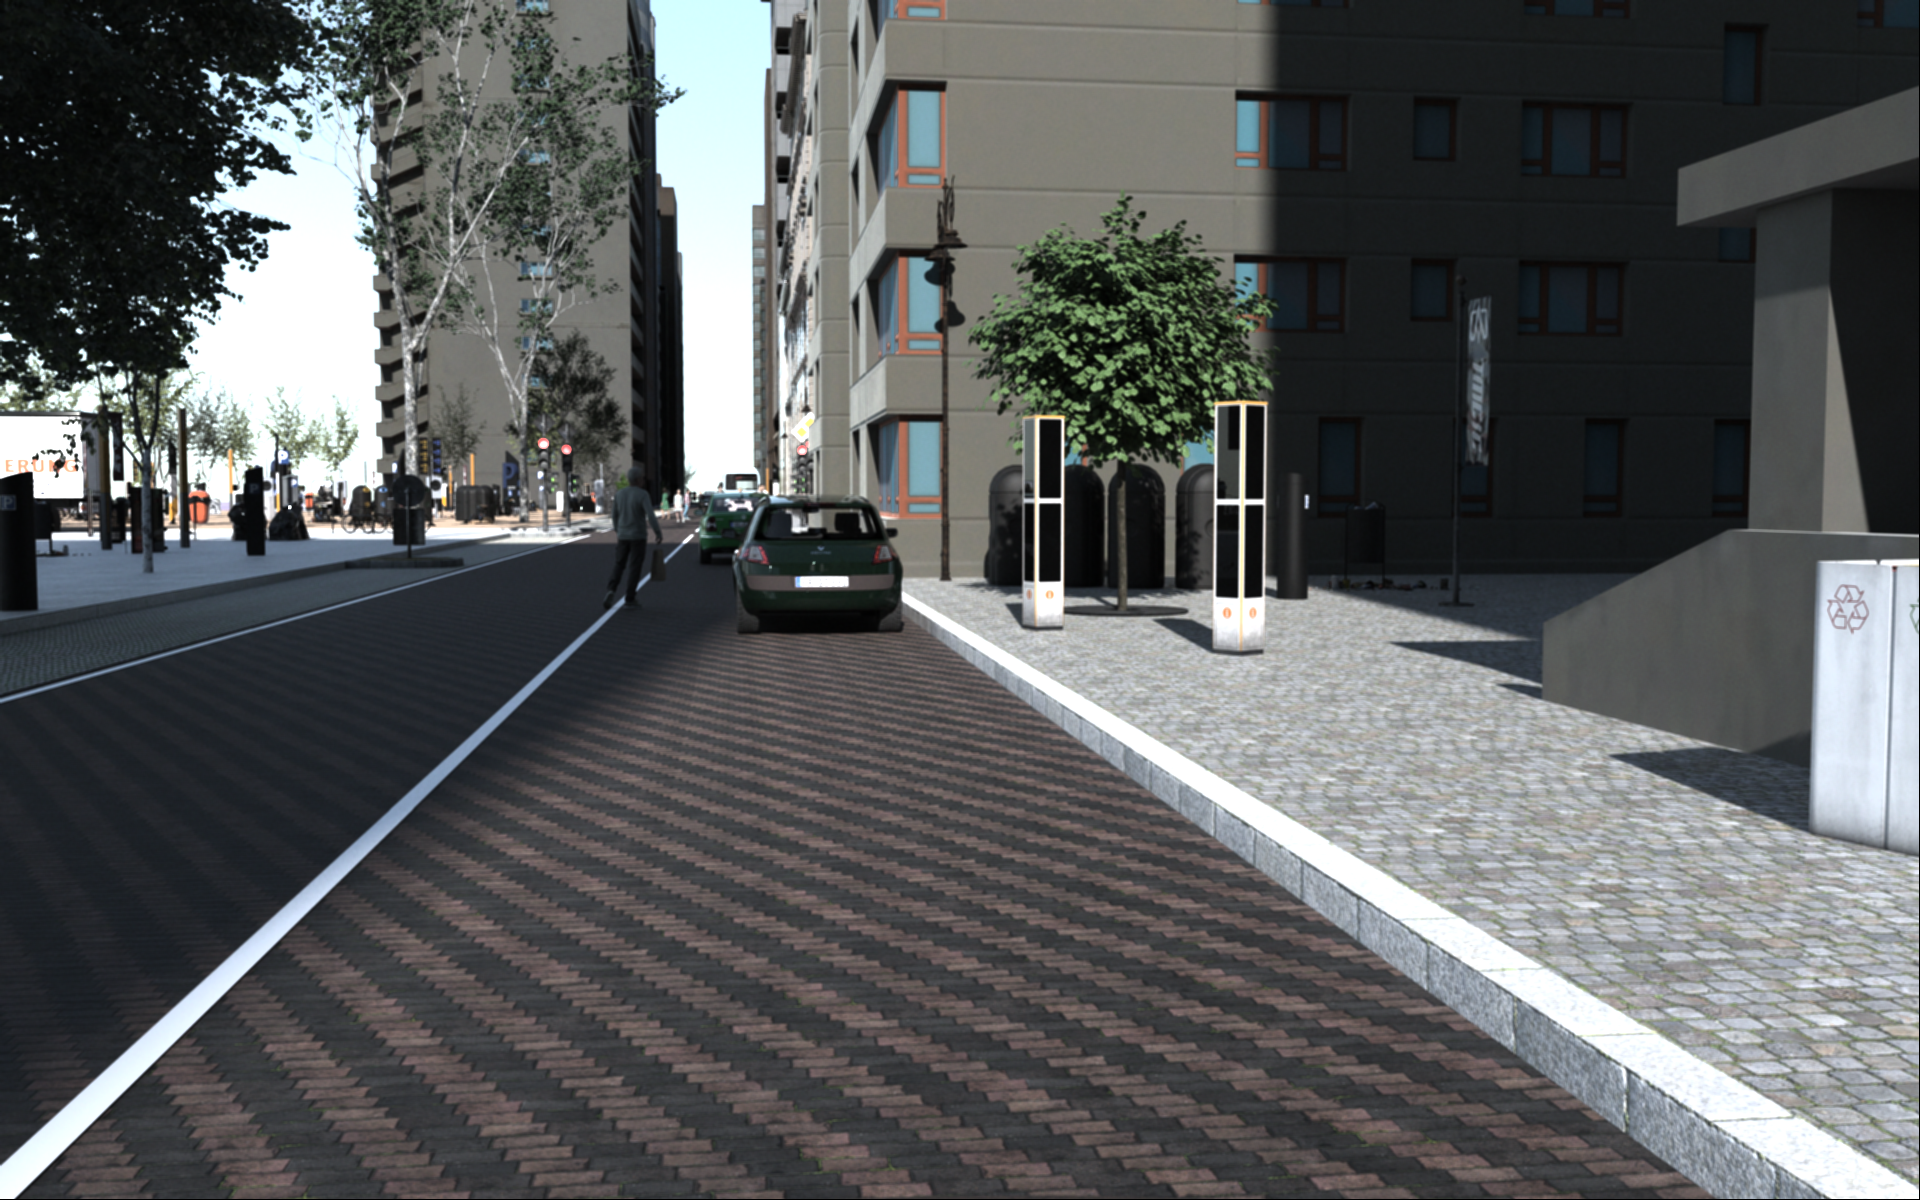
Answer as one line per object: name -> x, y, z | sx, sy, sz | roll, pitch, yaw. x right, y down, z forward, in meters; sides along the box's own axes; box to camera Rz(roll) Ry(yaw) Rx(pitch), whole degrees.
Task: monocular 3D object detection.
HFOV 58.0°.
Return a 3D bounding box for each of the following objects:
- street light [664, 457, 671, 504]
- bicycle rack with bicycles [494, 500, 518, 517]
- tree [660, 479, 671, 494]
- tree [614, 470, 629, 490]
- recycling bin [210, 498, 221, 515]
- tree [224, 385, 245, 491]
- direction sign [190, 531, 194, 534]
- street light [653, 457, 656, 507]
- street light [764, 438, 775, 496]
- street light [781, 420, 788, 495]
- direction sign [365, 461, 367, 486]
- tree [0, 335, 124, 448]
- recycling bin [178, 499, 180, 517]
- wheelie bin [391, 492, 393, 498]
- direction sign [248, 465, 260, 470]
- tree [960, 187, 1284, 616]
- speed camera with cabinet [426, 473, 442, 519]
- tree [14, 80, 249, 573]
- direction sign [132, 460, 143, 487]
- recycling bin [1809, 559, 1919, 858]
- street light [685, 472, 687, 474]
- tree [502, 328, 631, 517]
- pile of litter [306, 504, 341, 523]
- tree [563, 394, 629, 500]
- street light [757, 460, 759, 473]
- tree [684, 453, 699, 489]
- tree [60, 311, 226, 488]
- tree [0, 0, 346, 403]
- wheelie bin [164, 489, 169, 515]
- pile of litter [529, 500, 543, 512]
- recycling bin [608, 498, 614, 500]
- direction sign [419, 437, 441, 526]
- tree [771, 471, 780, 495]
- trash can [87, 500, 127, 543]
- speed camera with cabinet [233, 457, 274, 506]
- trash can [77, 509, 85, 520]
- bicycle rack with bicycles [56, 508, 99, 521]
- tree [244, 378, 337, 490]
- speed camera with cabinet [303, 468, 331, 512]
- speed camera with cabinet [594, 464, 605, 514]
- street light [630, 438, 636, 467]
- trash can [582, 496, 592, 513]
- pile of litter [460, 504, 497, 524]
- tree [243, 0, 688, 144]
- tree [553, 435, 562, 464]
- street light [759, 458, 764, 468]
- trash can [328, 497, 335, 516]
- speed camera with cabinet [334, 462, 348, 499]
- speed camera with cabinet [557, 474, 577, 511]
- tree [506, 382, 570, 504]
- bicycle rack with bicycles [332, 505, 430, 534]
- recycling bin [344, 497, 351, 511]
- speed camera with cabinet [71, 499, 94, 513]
street light -> -35.898, -14.581, 211.184 | 0.468, 5.910, 1.993 | 0, 4, -7
bicycle rack with bicycles -> -26.636, -5.184, 98.135 | 2.852, 0.926, 2.925 | -2, 4, -34
tree -> -36.687, -13.467, 214.792 | 1.663, 3.219, 1.824 | 0, 3, 0
tree -> -27.297, -8.910, 140.286 | 1.663, 3.219, 1.824 | 0, 3, 0
recycling bin -> -46.424, -5.817, 107.669 | 0.722, 1.027, 0.722 | -3, 5, -40
tree -> -48.754, -10.177, 116.748 | 4.737, 8.622, 4.395 | 0, 3, 0
direction sign -> -24.726, -3.874, 55.341 | 0.379, 3.537, 0.876 | -2, 4, -28
street light -> -31.290, -12.463, 176.564 | 0.468, 5.910, 1.993 | 0, 4, -7
street light -> -16.439, -10.810, 149.533 | 0.468, 5.910, 1.993 | 0, 4, -7
street light -> -10.937, -8.273, 108.054 | 0.468, 5.910, 1.993 | 0, 4, -7
direction sign -> -40.220, -7.660, 117.239 | 0.379, 3.537, 0.876 | -2, 4, -24
tree -> -40.190, -7.689, 76.077 | 4.737, 8.622, 4.395 | 0, 3, 0
recycling bin -> -44.107, -5.278, 98.853 | 0.722, 1.027, 0.722 | 1, 4, 14
wheelie bin -> -45.346, -7.911, 137.249 | 0.980, 1.594, 0.693 | 3, 5, 43
direction sign -> -54.634, -8.687, 134.036 | 0.876, 3.537, 0.379 | -1, 4, -8
tree -> 1.734, -2.145, 18.791 | 4.285, 4.588, 4.351 | 0, 3, 0
speed camera with cabinet -> -27.437, -5.735, 88.109 | 2.038, 3.252, 0.660 | -2, 4, -33
tree -> -13.485, -4.767, 28.302 | 4.360, 8.622, 3.978 | 0, 3, 0
direction sign -> -53.835, -7.443, 113.688 | 0.876, 3.537, 0.379 | 0, 4, 1
recycling bin -> 3.664, 0.380, 6.347 | 0.722, 1.027, 0.722 | -1, 4, -23
street light -> -46.458, -19.624, 293.638 | 0.468, 5.910, 1.993 | 0, 4, -7
tree -> -21.717, -9.894, 96.174 | 7.601, 10.594, 8.767 | -3, 5, -42
pile of litter -> -28.524, -3.873, 77.289 | 1.719, 0.858, 1.176 | 1, 4, 22
tree -> -25.442, -10.535, 122.615 | 4.360, 8.622, 3.978 | 0, 3, 0
street light -> -25.075, -14.960, 217.381 | 0.468, 5.910, 1.993 | 0, 4, -7
tree -> -47.368, -21.234, 297.532 | 4.360, 8.622, 3.978 | 0, 3, 0
tree -> -31.439, -7.127, 66.890 | 4.737, 8.622, 4.395 | 0, 3, 0
tree -> -10.522, -6.684, 15.938 | 9.857, 13.997, 8.962 | 0, 3, 0
wheelie bin -> -48.974, -6.029, 106.475 | 0.693, 1.594, 0.980 | 2, 4, 35
pile of litter -> -30.733, -6.824, 125.542 | 1.176, 0.858, 1.719 | 0, 4, 1
recycling bin -> -26.060, -7.198, 130.247 | 0.722, 1.027, 0.722 | -1, 4, -13
direction sign -> -21.196, -4.730, 69.339 | 0.876, 3.537, 0.379 | -3, 4, -37
tree -> -15.107, -9.176, 144.632 | 1.663, 3.219, 1.824 | 0, 3, 0
trash can -> -22.107, -2.050, 45.167 | 0.748, 1.137, 0.748 | 0, 3, 0
speed camera with cabinet -> -37.876, -6.022, 92.790 | 2.038, 3.252, 0.660 | -1, 4, -17
trash can -> -44.076, -4.612, 87.066 | 0.748, 1.137, 0.748 | 0, 3, 0
bicycle rack with bicycles -> -43.114, -4.303, 83.730 | 2.925, 0.926, 2.852 | -1, 4, -19
tree -> -42.649, -9.794, 110.493 | 4.737, 8.622, 4.395 | 0, 3, 0
speed camera with cabinet -> -47.053, -8.107, 126.889 | 2.038, 3.252, 0.660 | -2, 4, -23
speed camera with cabinet -> -23.725, -7.320, 114.022 | 0.660, 3.252, 2.038 | 0, 4, -8
street light -> -26.976, -10.403, 142.879 | 0.468, 5.910, 1.993 | 0, 4, -7
trash can -> -24.986, -6.385, 116.055 | 0.748, 1.137, 0.748 | 0, 3, 0
pile of litter -> -20.436, -3.668, 73.942 | 1.719, 0.858, 1.176 | 1, 4, 16
tree -> -14.622, -11.810, 48.978 | 12.611, 20.169, 13.585 | 0, 3, 0
tree -> -29.407, -11.255, 134.375 | 4.360, 8.622, 3.978 | 0, 3, 0
street light -> -20.704, -12.871, 183.224 | 0.468, 5.910, 1.993 | 0, 4, -7
trash can -> -36.173, -5.364, 99.361 | 0.748, 1.137, 0.748 | 0, 3, 0
speed camera with cabinet -> -37.035, -6.807, 105.623 | 2.038, 3.252, 0.660 | -1, 4, -9
speed camera with cabinet -> -29.334, -8.256, 129.323 | 0.660, 3.252, 2.038 | 1, 4, 18
tree -> -26.940, -9.880, 111.902 | 4.737, 8.622, 4.395 | 0, 3, 0
bicycle rack with bicycles -> -19.256, -2.654, 56.767 | 2.925, 0.926, 2.852 | 2, 4, 27
recycling bin -> -48.033, -7.512, 135.371 | 0.722, 1.027, 0.722 | -3, 4, -38
speed camera with cabinet -> -54.114, -6.902, 107.177 | 0.660, 3.252, 2.038 | 1, 4, 12
